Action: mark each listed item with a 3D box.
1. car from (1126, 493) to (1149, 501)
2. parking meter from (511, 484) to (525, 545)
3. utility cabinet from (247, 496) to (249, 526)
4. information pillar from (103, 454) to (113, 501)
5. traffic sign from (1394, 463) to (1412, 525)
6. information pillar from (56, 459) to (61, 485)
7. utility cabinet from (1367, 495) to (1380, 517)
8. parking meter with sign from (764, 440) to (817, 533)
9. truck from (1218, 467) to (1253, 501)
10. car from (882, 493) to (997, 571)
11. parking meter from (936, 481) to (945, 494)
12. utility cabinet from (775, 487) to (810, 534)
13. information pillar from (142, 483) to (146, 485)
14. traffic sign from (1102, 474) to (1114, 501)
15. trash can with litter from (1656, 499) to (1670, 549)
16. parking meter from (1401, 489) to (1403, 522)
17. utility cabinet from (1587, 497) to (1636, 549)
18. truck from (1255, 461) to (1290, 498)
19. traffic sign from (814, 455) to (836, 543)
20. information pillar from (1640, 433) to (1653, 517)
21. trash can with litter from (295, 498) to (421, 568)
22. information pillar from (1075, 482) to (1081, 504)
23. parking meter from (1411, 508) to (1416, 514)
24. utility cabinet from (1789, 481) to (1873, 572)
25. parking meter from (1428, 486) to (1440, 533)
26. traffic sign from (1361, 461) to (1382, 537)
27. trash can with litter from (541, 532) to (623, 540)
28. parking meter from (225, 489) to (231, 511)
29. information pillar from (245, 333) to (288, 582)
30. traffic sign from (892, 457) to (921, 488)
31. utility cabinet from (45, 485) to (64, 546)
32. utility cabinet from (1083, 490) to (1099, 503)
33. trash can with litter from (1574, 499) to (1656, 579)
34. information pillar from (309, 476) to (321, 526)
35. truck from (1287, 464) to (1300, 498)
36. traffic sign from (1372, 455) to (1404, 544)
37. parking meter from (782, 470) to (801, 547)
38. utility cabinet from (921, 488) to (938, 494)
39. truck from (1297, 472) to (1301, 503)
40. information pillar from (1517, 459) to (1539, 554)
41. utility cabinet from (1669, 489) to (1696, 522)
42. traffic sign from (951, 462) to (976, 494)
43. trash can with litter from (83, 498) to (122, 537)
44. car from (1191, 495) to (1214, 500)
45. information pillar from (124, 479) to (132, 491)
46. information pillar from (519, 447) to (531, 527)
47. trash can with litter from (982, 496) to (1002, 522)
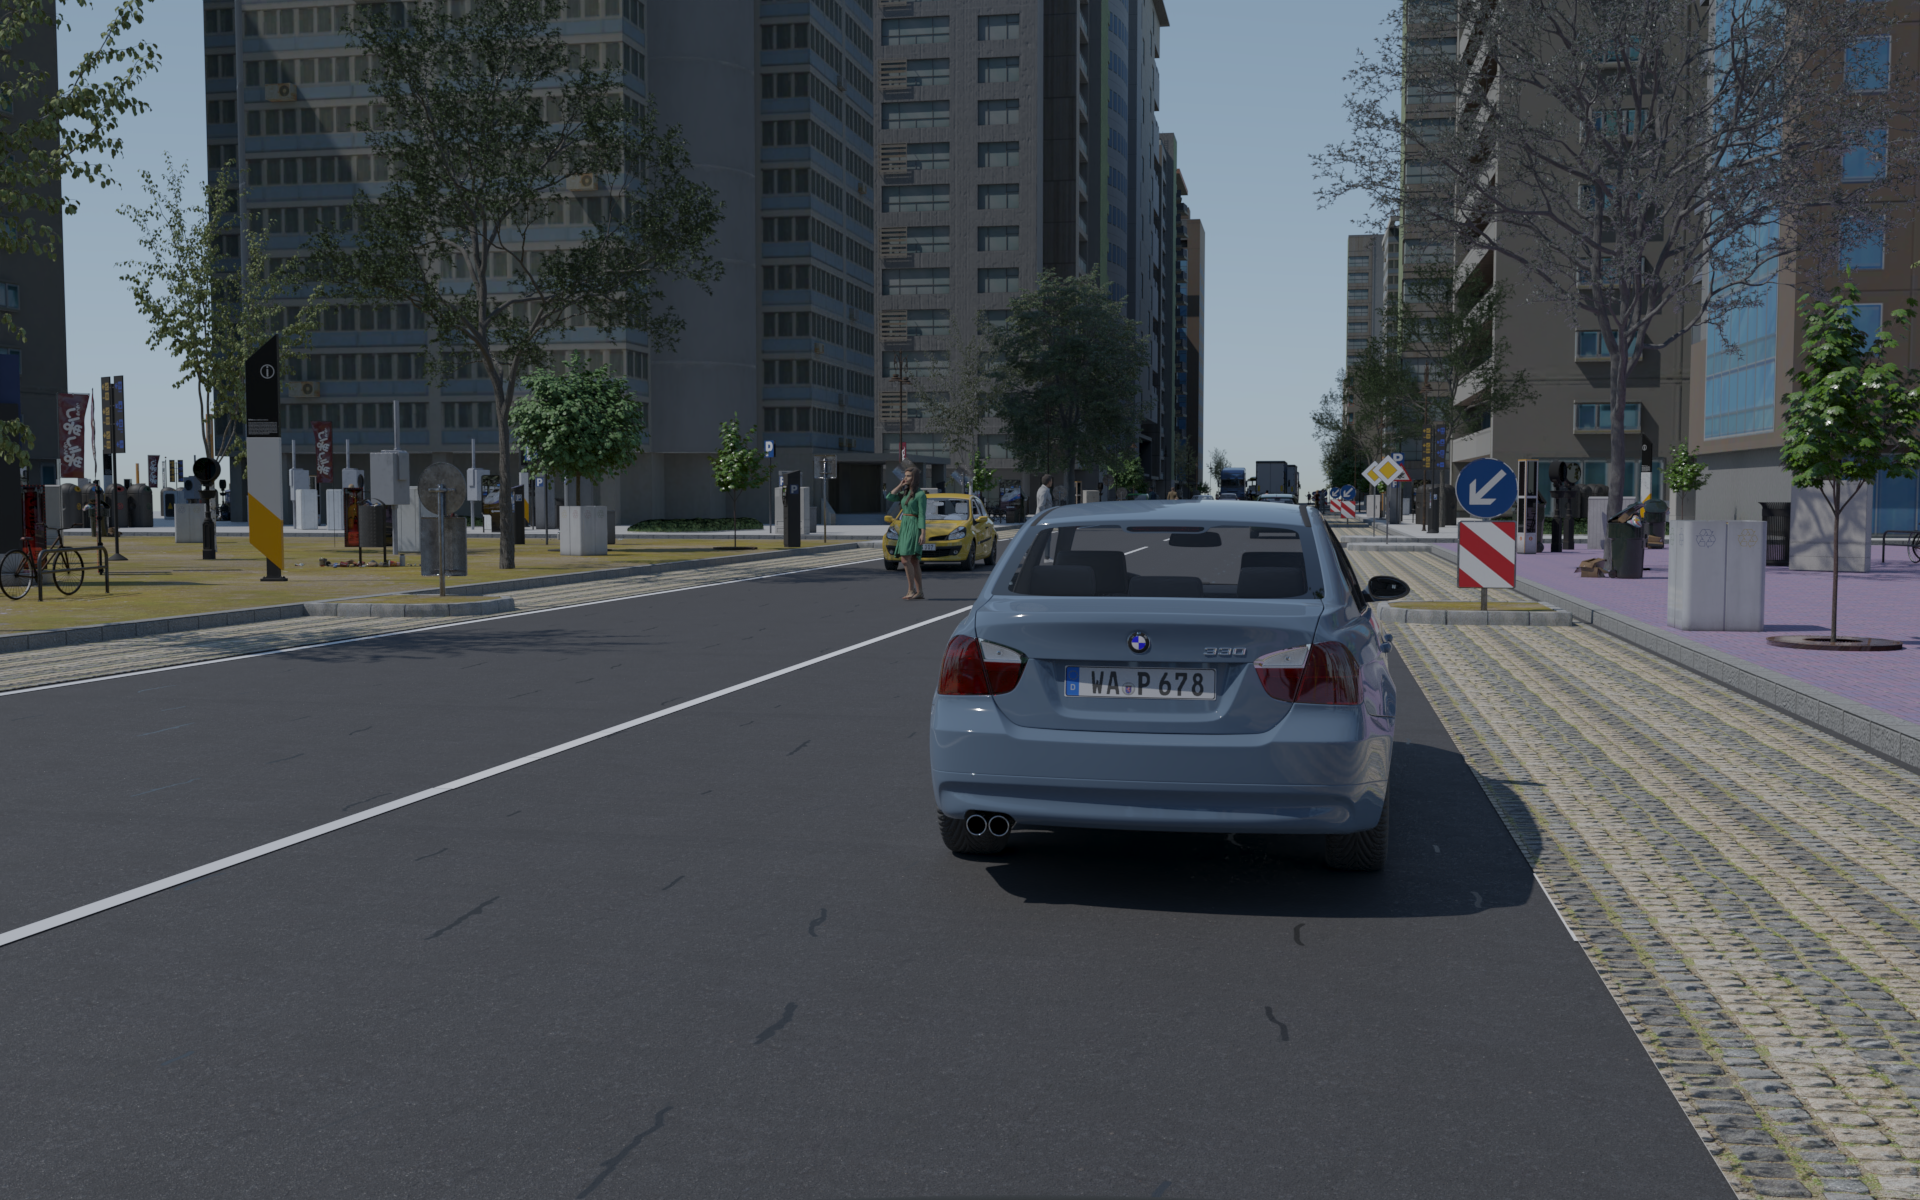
[{"bbox_3d":[11.367,-6.249,110.968,1.959,1.807,4.718,1,4,11],"label":"car"},{"bbox_3d":[-11.270,-2.181,44.072,0.372,1.533,0.369,0,3,0],"label":"parking meter"},{"bbox_3d":[-28.755,-3.649,70.827,0.306,1.237,1.020,0,4,5],"label":"utility cabinet"},{"bbox_3d":[-37.505,-5.194,76.273,0.183,3.616,0.504,1,4,15],"label":"information pillar"},{"bbox_3d":[18.426,-4.428,72.404,0.884,2.594,0.081,1,4,12],"label":"traffic sign"},{"bbox_3d":[-51.123,-6.534,98.184,0.183,3.616,0.504,-1,4,-8],"label":"information pillar"},{"bbox_3d":[23.342,-5.271,97.341,0.306,1.237,1.020,-3,4,-36],"label":"utility cabinet"},{"bbox_3d":[-5.537,-3.711,56.933,1.738,3.016,0.543,-3,5,-39],"label":"parking meter with sign"},{"bbox_3d":[28.966,-11.689,180.876,2.967,4.110,18.799,1,4,12],"label":"truck"},{"bbox_3d":[-0.361,-1.438,33.733,2.015,1.641,3.980,1,4,10],"label":"car"},{"bbox_3d":[-0.896,-4.468,78.766,0.399,1.863,0.255,1,4,18],"label":"parking meter"},{"bbox_3d":[-5.313,-2.819,54.770,1.173,1.500,0.318,2,4,34],"label":"utility cabinet"},{"bbox_3d":[-54.869,-6.845,116.399,0.304,2.012,0.304,-2,4,-28],"label":"information pillar"},{"bbox_3d":[9.532,-6.803,111.339,0.768,2.556,0.104,1,4,12],"label":"traffic sign"},{"bbox_3d":[16.462,-1.803,40.860,0.624,1.170,1.055,1,4,17],"label":"trash can with litter"},{"bbox_3d":[20.539,-4.442,81.044,0.372,1.533,0.369,0,3,0],"label":"parking meter"},{"bbox_3d":[15.136,-1.778,40.236,1.020,1.237,0.306,2,4,24],"label":"utility cabinet"},{"bbox_3d":[27.214,-9.906,150.880,2.839,4.237,11.283,1,4,12],"label":"truck"},{"bbox_3d":[-3.544,-2.651,45.475,0.606,2.300,0.079,1,4,15],"label":"traffic sign"},{"bbox_3d":[26.256,-4.582,66.271,0.183,3.616,0.504,-1,4,-22],"label":"information pillar"},{"bbox_3d":[-10.720,-1.206,30.776,2.233,1.210,1.678,1,4,16],"label":"trash can with litter"},{"bbox_3d":[6.999,-5.999,102.579,0.304,2.012,0.304,-1,4,-15],"label":"information pillar"},{"bbox_3d":[29.007,-6.409,110.504,0.255,1.863,0.399,3,5,45],"label":"parking meter"},{"bbox_3d":[14.374,-1.218,28.587,1.173,1.500,0.318,3,5,45],"label":"utility cabinet"},{"bbox_3d":[15.663,-2.988,57.266,0.372,1.533,0.369,0,3,0],"label":"parking meter"},{"bbox_3d":[12.450,-2.960,52.038,0.795,2.450,0.064,1,4,11],"label":"traffic sign"},{"bbox_3d":[-10.471,-2.286,48.427,2.233,1.210,1.678,2,4,28],"label":"trash can with litter"},{"bbox_3d":[-39.673,-5.232,93.956,0.372,1.533,0.369,0,3,0],"label":"parking meter"},{"bbox_3d":[-10.169,-2.080,25.359,0.504,3.616,0.183,0,4,-1],"label":"information pillar"},{"bbox_3d":[-1.445,-2.630,46.642,0.795,2.450,0.064,1,4,11],"label":"traffic sign"},{"bbox_3d":[-22.579,-2.055,42.276,1.173,1.500,0.318,-1,4,-14],"label":"utility cabinet"},{"bbox_3d":[7.881,-5.833,104.053,0.318,1.500,1.173,3,5,44],"label":"utility cabinet"},{"bbox_3d":[9.932,-0.920,26.430,1.055,1.170,0.624,3,5,39],"label":"trash can with litter"},{"bbox_3d":[-25.961,-3.989,69.716,0.304,2.012,0.304,1,4,12],"label":"information pillar"},{"bbox_3d":[31.724,-11.054,169.639,2.839,4.237,11.283,1,4,12],"label":"truck"},{"bbox_3d":[10.910,-2.481,44.202,0.795,2.450,0.064,1,4,11],"label":"traffic sign"},{"bbox_3d":[-4.063,-2.204,41.746,0.399,1.863,0.255,-2,4,-31],"label":"parking meter"},{"bbox_3d":[-1.439,-3.494,65.807,1.173,1.500,0.318,0,4,-3],"label":"utility cabinet"},{"bbox_3d":[42.256,-14.271,222.250,2.839,4.237,11.283,1,4,12],"label":"truck"},{"bbox_3d":[12.093,-1.983,36.908,0.304,2.012,0.304,-1,4,-15],"label":"information pillar"},{"bbox_3d":[27.103,-3.441,64.935,1.173,1.500,0.318,-2,4,-32],"label":"utility cabinet"},{"bbox_3d":[0.095,-3.109,54.478,0.795,2.450,0.064,1,4,11],"label":"traffic sign"},{"bbox_3d":[-25.607,-2.470,51.773,0.624,1.170,1.055,1,4,11],"label":"trash can with litter"},{"bbox_3d":[16.280,-6.356,116.285,2.083,1.381,4.827,1,4,11],"label":"car"},{"bbox_3d":[-40.007,-4.822,83.324,0.304,2.012,0.304,-1,4,-10],"label":"information pillar"},{"bbox_3d":[-16.824,-4.617,66.835,0.183,3.616,0.504,1,4,20],"label":"information pillar"},{"bbox_3d":[1.086,-4.231,80.231,1.678,1.210,2.233,-2,4,-34],"label":"trash can with litter"}]
